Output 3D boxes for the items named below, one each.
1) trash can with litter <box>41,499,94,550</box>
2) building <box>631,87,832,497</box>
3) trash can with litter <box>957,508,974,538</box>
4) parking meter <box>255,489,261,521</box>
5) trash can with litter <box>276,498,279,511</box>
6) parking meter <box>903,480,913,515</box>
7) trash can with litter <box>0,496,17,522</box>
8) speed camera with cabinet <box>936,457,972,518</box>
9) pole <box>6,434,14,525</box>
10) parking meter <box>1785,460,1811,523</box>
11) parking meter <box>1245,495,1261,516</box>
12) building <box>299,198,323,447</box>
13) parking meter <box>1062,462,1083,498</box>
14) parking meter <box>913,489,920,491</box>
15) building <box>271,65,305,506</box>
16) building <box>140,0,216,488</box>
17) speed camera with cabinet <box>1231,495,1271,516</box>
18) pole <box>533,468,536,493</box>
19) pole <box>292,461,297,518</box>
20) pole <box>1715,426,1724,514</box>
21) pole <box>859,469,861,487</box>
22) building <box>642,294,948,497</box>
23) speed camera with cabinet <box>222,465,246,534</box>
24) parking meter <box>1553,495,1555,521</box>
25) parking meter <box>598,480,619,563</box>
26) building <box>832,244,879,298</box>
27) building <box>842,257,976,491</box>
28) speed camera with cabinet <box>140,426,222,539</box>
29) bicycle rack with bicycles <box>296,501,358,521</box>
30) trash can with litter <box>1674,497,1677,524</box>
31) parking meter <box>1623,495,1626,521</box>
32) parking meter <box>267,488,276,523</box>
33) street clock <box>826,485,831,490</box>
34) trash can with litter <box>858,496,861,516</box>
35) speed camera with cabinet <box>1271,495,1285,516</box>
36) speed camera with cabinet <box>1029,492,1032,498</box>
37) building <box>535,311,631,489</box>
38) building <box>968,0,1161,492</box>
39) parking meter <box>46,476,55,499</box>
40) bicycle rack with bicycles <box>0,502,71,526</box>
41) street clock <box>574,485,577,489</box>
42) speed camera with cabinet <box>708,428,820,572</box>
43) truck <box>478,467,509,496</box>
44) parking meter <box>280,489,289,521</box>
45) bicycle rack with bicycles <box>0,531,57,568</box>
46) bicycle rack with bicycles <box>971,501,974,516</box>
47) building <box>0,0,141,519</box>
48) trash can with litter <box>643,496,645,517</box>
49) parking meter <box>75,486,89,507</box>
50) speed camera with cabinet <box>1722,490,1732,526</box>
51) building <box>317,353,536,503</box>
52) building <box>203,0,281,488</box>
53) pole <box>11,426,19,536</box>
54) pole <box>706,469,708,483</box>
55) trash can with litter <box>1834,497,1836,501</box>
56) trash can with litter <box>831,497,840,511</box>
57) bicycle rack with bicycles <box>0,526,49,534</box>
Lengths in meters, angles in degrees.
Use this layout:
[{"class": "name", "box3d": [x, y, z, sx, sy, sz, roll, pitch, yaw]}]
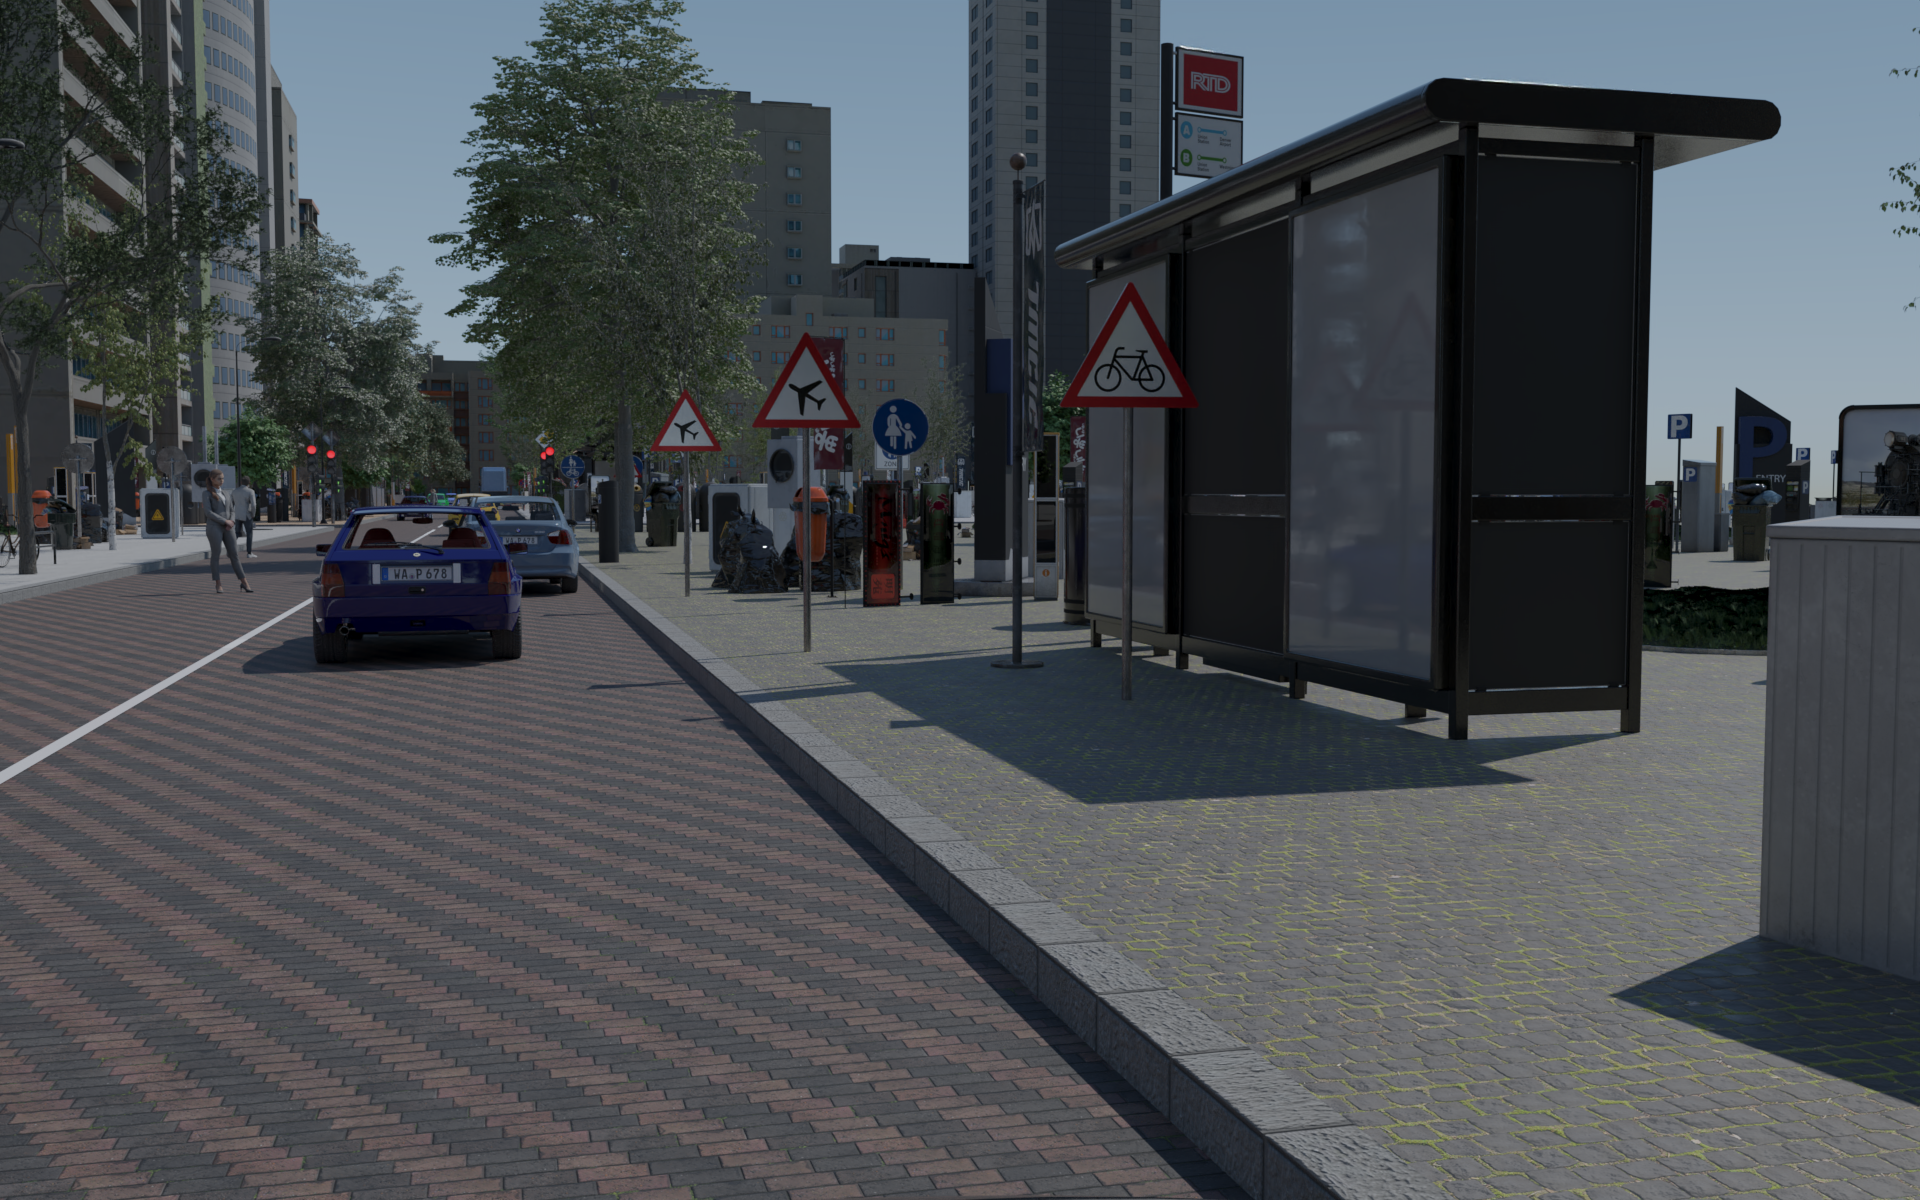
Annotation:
[{"class": "trash can with litter", "box3d": [-20.624, -1.753, 40.042, 0.624, 1.170, 1.055, 1, 4, 15]}, {"class": "building", "box3d": [-27.315, -35.541, 204.789, 21.300, 48.544, 21.600, -1, 4, -15]}, {"class": "trash can with litter", "box3d": [0.463, -2.435, 51.207, 1.055, 1.170, 0.624, -1, 4, -9]}, {"class": "parking meter", "box3d": [-33.586, -4.540, 82.634, 0.372, 1.533, 0.369, 0, 3, 0]}, {"class": "trash can with litter", "box3d": [-32.368, -4.338, 82.316, 0.624, 1.170, 1.055, -3, 5, -40]}, {"class": "parking meter", "box3d": [-2.158, -4.065, 72.169, 0.255, 1.863, 0.399, -3, 5, -43]}, {"class": "trash can with litter", "box3d": [-43.862, -4.180, 79.403, 2.233, 1.210, 1.678, 1, 4, 10]}, {"class": "speed camera with cabinet", "box3d": [-0.396, -6.049, 93.235, 2.038, 3.252, 0.660, -2, 4, -29]}, {"class": "pole", "box3d": [-32.215, -3.973, 58.795, 0.158, 3.312, 0.155, 0, 3, 0]}, {"class": "parking meter", "box3d": [14.245, -1.454, 29.482, 0.399, 1.863, 0.255, -3, 4, -37]}, {"class": "parking meter", "box3d": [6.660, -2.056, 39.330, 0.255, 1.863, 0.399, -1, 4, -16]}, {"class": "building", "box3d": [-105.312, -36.035, 243.792, 28.867, 44.769, 22.147, -1, 4, -15]}, {"class": "parking meter", "box3d": [2.030, -1.563, 31.266, 0.255, 1.863, 0.399, 2, 4, 28]}, {"class": "parking meter", "box3d": [-2.102, -4.616, 83.874, 0.372, 1.533, 0.369, 0, 3, 0]}, {"class": "building", "box3d": [-84.349, -34.588, 189.221, 21.600, 48.544, 21.300, -1, 4, -15]}, {"class": "building", "box3d": [-61.119, -26.772, 121.319, 14.154, 41.232, 14.086, -1, 4, -15]}, {"class": "speed camera with cabinet", "box3d": [17.053, -6.532, 101.129, 2.038, 3.252, 0.660, 0, 4, -7]}, {"class": "pole", "box3d": [-33.130, -8.633, 135.000, 0.158, 3.312, 0.155, 0, 3, 0]}, {"class": "pole", "box3d": [-36.299, -6.151, 94.414, 0.158, 3.312, 0.155, 0, 3, 0]}, {"class": "pole", "box3d": [22.825, -3.563, 52.100, 0.158, 3.312, 0.155, 0, 3, 0]}, {"class": "pole", "box3d": [-8.224, -9.068, 142.099, 0.158, 3.312, 0.155, 0, 3, 0]}, {"class": "building", "box3d": [-18.266, -20.605, 181.929, 27.650, 21.520, 28.899, -1, 4, -15]}, {"class": "speed camera with cabinet", "box3d": [-22.678, -3.641, 53.863, 0.660, 3.252, 2.038, -3, 5, -41]}, {"class": "parking meter", "box3d": [24.073, -3.912, 69.679, 0.255, 1.863, 0.399, -2, 4, -27]}, {"class": "parking meter", "box3d": [-6.576, -1.468, 32.408, 0.372, 1.533, 0.369, 0, 3, 0]}, {"class": "building", "box3d": [-15.530, -35.518, 272.595, 23.993, 40.220, 32.217, -1, 4, -15]}, {"class": "building", "box3d": [-6.505, -27.141, 215.459, 14.107, 30.474, 14.160, -1, 4, -15]}, {"class": "speed camera with cabinet", "box3d": [-22.639, -3.418, 50.216, 2.038, 3.252, 0.660, -1, 4, -18]}, {"class": "bicycle rack with bicycles", "box3d": [-31.808, -4.486, 86.735, 2.925, 0.926, 2.852, 0, 4, 2]}, {"class": "trash can with litter", "box3d": [23.964, -2.919, 59.107, 1.055, 1.170, 0.624, 3, 4, 37]}, {"class": "parking meter", "box3d": [15.891, -2.006, 41.211, 0.372, 1.533, 0.369, 0, 3, 0]}, {"class": "parking meter", "box3d": [-30.452, -4.171, 76.599, 0.372, 1.533, 0.369, 0, 3, 0]}, {"class": "street clock", "box3d": [-10.892, -8.530, 144.031, 0.471, 2.002, 0.358, 2, 4, 25]}, {"class": "trash can with litter", "box3d": [-4.065, -4.256, 80.648, 2.233, 1.210, 1.678, -1, 4, -20]}, {"class": "speed camera with cabinet", "box3d": [19.220, -6.477, 100.236, 0.660, 3.252, 2.038, -3, 5, -44]}, {"class": "speed camera with cabinet", "box3d": [4.737, -8.867, 139.316, 2.038, 3.252, 0.660, -1, 4, -12]}, {"class": "building", "box3d": [-54.921, -29.418, 252.686, 14.107, 30.474, 14.160, -1, 4, -15]}, {"class": "building", "box3d": [11.384, -47.477, 214.505, 20.611, 71.187, 20.563, -1, 4, -15]}, {"class": "parking meter", "box3d": [-26.999, -2.810, 51.649, 0.399, 1.863, 0.255, -3, 5, -40]}, {"class": "bicycle rack with bicycles", "box3d": [-40.605, -3.847, 76.287, 2.852, 0.926, 2.925, -3, 5, -43]}, {"class": "street clock", "box3d": [-31.511, -8.398, 141.870, 0.358, 2.002, 0.471, -2, 4, -35]}, {"class": "speed camera with cabinet", "box3d": [-3.199, -2.065, 28.095, 2.038, 3.252, 0.660, 3, 4, 38]}, {"class": "truck", "box3d": [-45.189, -10.925, 168.384, 2.967, 4.110, 18.799, -1, 4, -16]}, {"class": "parking meter", "box3d": [-31.726, -4.460, 81.329, 0.372, 1.533, 0.369, 0, 3, 0]}, {"class": "bicycle rack with bicycles", "box3d": [-17.339, -1.043, 30.430, 2.852, 0.926, 2.925, -1, 4, -10]}, {"class": "bicycle rack with bicycles", "box3d": [1.610, -5.193, 98.288, 2.925, 0.926, 2.852, 3, 5, 39]}, {"class": "building", "box3d": [-56.387, -28.559, 90.634, 21.300, 48.544, 21.600, -1, 4, -15]}, {"class": "trash can with litter", "box3d": [-17.781, -5.151, 95.605, 0.624, 1.170, 1.055, 2, 4, 29]}, {"class": "parking meter", "box3d": [-27.034, -2.749, 53.363, 0.372, 1.533, 0.369, 0, 3, 0]}, {"class": "speed camera with cabinet", "box3d": [30.058, -4.480, 67.583, 2.038, 3.252, 0.660, 3, 5, 44]}, {"class": "building", "box3d": [-77.590, -25.044, 254.504, 28.899, 21.520, 27.650, -1, 4, -15]}, {"class": "building", "box3d": [-73.953, -37.436, 154.078, 21.231, 58.520, 28.212, -1, 4, -15]}, {"class": "pole", "box3d": [-28.052, -3.537, 51.674, 0.158, 3.312, 0.155, 0, 3, 0]}, {"class": "pole", "box3d": [-20.809, -9.091, 142.485, 0.158, 3.312, 0.155, 0, 3, 0]}, {"class": "trash can with litter", "box3d": [42.268, -4.458, 83.940, 1.678, 1.210, 2.233, -3, 5, -39]}, {"class": "trash can with litter", "box3d": [-4.905, -2.585, 53.321, 1.678, 1.210, 2.233, 2, 4, 26]}, {"class": "bicycle rack with bicycles", "box3d": [-33.678, -2.886, 60.576, 2.852, 0.926, 2.925, -2, 4, -32]}]
